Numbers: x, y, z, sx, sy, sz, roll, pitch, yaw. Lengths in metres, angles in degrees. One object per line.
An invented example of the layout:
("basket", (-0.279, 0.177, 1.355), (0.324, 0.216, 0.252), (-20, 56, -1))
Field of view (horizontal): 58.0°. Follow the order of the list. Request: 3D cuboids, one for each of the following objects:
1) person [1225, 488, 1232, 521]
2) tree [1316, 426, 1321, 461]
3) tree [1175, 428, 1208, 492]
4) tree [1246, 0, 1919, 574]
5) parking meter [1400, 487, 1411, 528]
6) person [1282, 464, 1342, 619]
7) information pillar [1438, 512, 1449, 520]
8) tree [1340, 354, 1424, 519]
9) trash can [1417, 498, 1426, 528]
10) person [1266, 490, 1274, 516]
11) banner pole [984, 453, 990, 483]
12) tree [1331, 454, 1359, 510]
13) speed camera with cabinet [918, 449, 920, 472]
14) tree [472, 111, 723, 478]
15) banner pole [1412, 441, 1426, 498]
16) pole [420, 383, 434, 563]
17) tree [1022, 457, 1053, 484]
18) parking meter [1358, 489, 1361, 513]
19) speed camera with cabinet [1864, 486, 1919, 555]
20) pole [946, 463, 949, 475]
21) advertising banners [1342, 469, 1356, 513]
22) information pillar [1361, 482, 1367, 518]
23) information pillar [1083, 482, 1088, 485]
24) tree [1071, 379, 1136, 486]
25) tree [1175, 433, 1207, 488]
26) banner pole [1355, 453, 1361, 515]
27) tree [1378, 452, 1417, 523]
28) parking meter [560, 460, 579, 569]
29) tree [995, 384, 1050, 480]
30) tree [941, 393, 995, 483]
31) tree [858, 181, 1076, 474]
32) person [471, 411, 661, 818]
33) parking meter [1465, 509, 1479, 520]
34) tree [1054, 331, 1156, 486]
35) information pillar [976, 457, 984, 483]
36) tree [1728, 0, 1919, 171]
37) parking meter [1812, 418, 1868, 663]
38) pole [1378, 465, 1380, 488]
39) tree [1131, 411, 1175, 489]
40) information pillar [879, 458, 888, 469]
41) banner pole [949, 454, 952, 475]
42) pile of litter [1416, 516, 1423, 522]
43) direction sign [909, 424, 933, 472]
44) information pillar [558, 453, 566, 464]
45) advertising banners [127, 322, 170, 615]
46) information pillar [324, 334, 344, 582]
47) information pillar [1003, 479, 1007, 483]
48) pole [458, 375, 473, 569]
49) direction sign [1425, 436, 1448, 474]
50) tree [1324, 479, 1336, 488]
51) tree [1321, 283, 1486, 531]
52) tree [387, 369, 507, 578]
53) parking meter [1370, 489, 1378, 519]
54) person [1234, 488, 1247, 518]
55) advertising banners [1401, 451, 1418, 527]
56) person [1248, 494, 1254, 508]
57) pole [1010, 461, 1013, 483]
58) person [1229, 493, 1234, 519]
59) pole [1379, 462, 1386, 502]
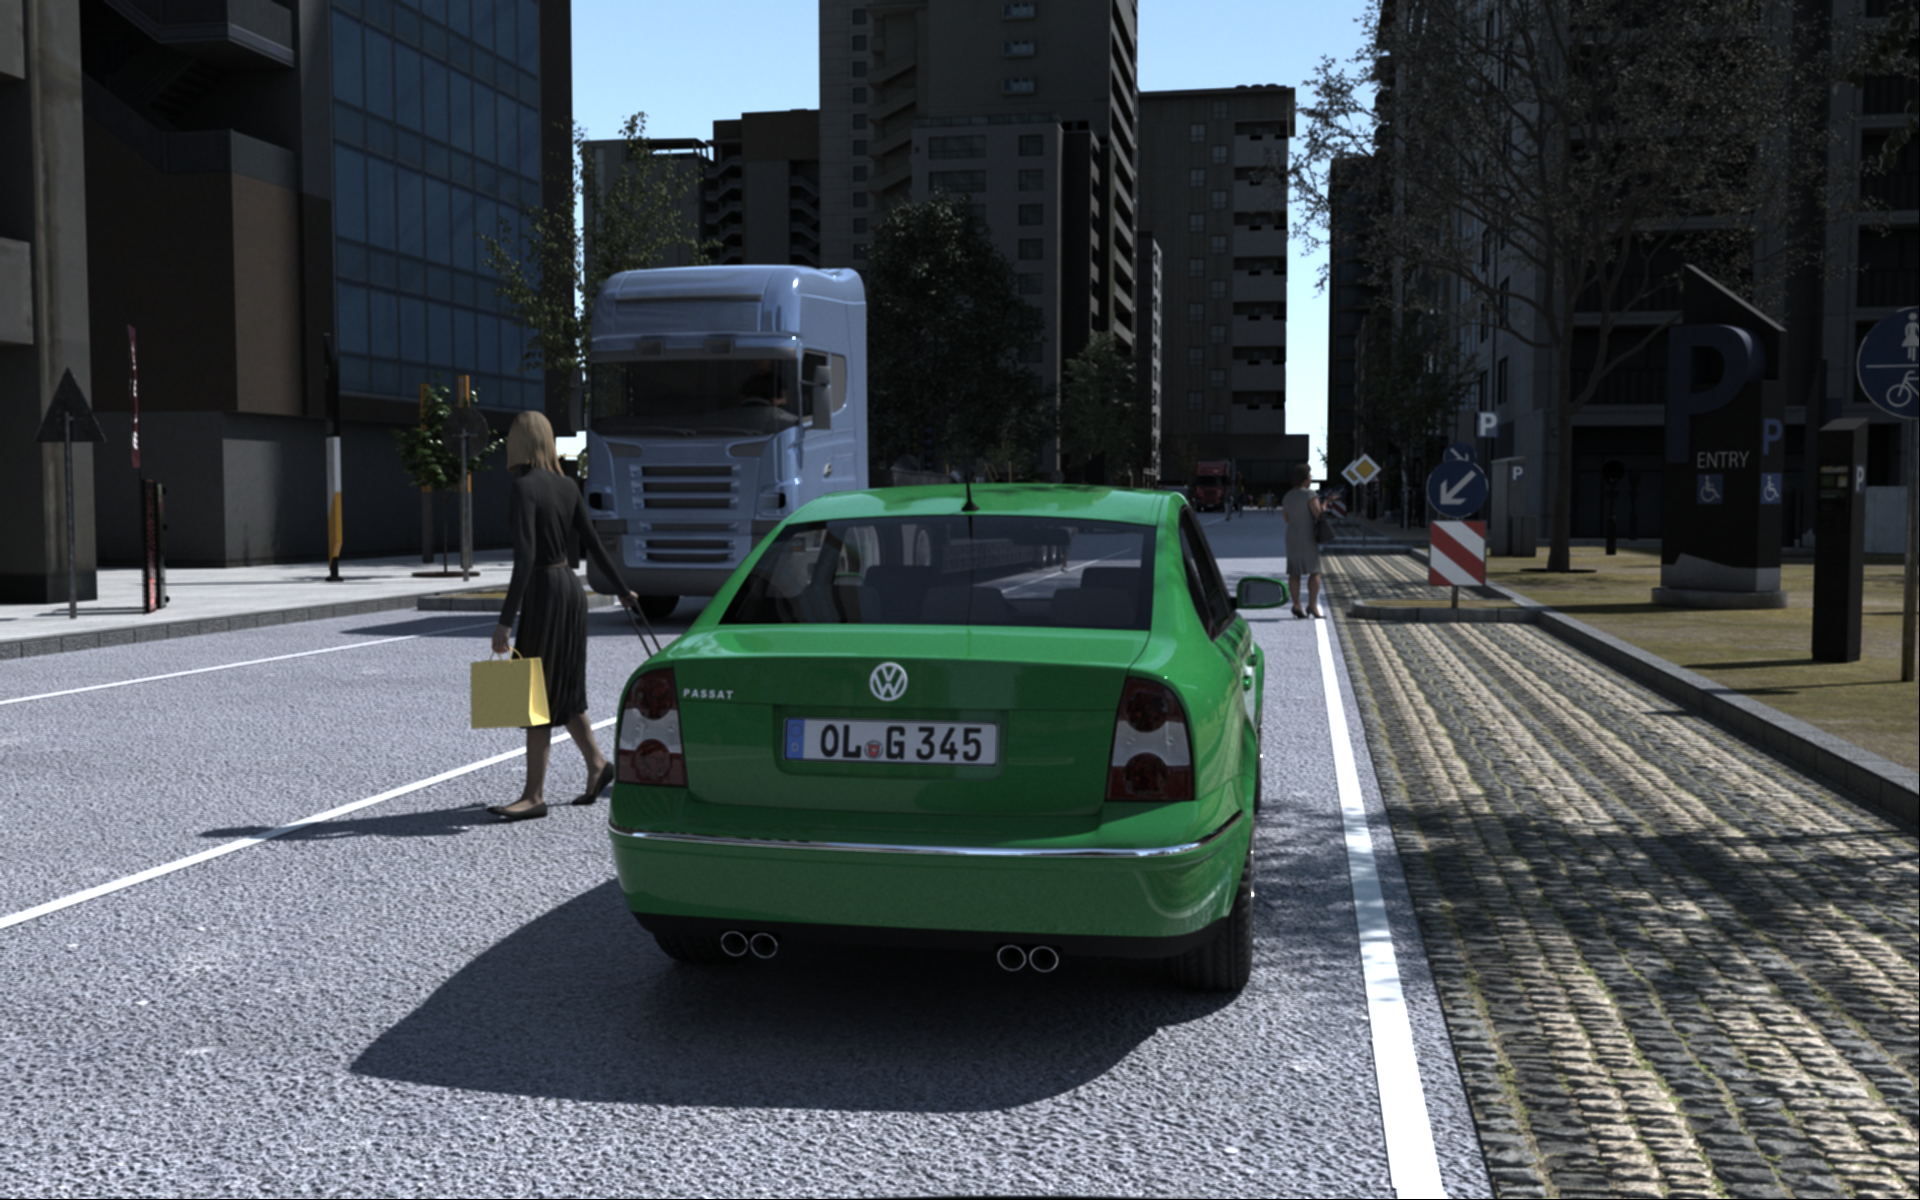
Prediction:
("person", (14.172, -5.045, 91.528), (0.362, 1.759, 0.519), (1, 4, 20))
("tree", (37.612, -13.613, 172.941), (4.737, 8.622, 4.395), (0, 3, 0))
("tree", (25.044, -14.797, 192.297), (4.360, 8.622, 3.978), (0, 3, 0))
("tree", (9.987, -7.198, 28.055), (12.009, 13.543, 11.850), (0, 3, 0))
("parking meter", (16.690, -3.451, 64.841), (0.372, 1.533, 0.369), (0, 3, 0))
("person", (4.061, -0.675, 19.887), (0.532, 1.782, 0.716), (-3, 4, -36))
("information pillar", (14.240, -2.844, 50.990), (0.304, 2.012, 0.304), (1, 4, 20))
("tree", (22.148, -8.581, 90.656), (4.360, 8.622, 3.978), (0, 3, 0))
("trash can", (17.750, -3.320, 65.933), (0.748, 1.137, 0.748), (0, 3, 0))
("person", (19.991, -6.260, 111.858), (0.512, 1.701, 0.522), (-1, 4, -18))
("banner pole", (1.558, -7.092, 105.966), (0.863, 3.779, 0.401), (-2, 4, -30))
("tree", (31.743, -9.572, 140.218), (4.285, 4.588, 4.351), (0, 3, 0))
("speed camera with cabinet", (-1.757, -5.065, 77.152), (0.660, 3.252, 2.038), (1, 4, 18))
("tree", (-6.687, -5.038, 32.742), (4.737, 8.622, 4.395), (0, 3, 0))
("banner pole", (21.711, -5.605, 81.666), (0.863, 3.779, 0.401), (-1, 4, -14))
("pole", (-9.869, -2.336, 32.044), (0.158, 3.312, 0.155), (0, 3, 0))
("tree", (3.386, -5.410, 83.049), (1.663, 3.219, 1.824), (0, 3, 0))
("parking meter", (27.214, -6.850, 117.713), (0.255, 1.863, 0.399), (1, 4, 15))
("speed camera with cabinet", (19.427, -2.612, 37.038), (0.660, 3.252, 2.038), (-3, 4, -38))
("pole", (-0.807, -7.413, 115.044), (0.158, 3.312, 0.155), (0, 3, 0))
("advertising banners", (26.897, -7.563, 119.849), (0.090, 3.025, 2.074), (3, 4, 38))
("information pillar", (21.832, -5.448, 93.574), (0.304, 2.012, 0.304), (1, 4, 9))
("information pillar", (7.497, -6.075, 103.825), (0.304, 2.012, 0.304), (0, 4, 5))
("tree", (9.221, -9.852, 111.435), (4.737, 8.622, 4.395), (0, 3, 0))
("tree", (27.004, -15.444, 202.870), (4.737, 8.622, 4.395), (0, 3, 0))
("banner pole", (24.532, -7.117, 106.383), (0.401, 3.779, 0.863), (-1, 4, -16))
("tree", (19.155, -5.012, 76.543), (1.663, 3.219, 1.824), (0, 3, 0))
("parking meter", (-6.717, -1.470, 29.739), (0.255, 1.863, 0.399), (-2, 4, -29))
("tree", (4.047, -10.000, 113.864), (4.737, 8.622, 4.395), (0, 3, 0))
("tree", (-0.702, -9.140, 99.808), (4.737, 8.622, 4.395), (0, 3, 0))
("tree", (-0.816, -8.994, 64.053), (9.611, 12.733, 9.660), (0, 3, 0))
("person", (-1.567, 0.045, 7.986), (1.509, 1.804, 0.699), (-3, 4, -38))
("parking meter", (15.976, -2.960, 54.101), (0.399, 1.863, 0.255), (3, 4, 37))
("tree", (10.038, -12.425, 121.278), (7.486, 12.596, 7.792), (0, 3, 0))
("information pillar", (0.972, -5.744, 85.268), (0.183, 3.616, 0.504), (3, 5, 43))
("tree", (5.391, -3.499, 7.574), (4.360, 8.622, 3.978), (0, 3, 0))
("parking meter", (6.738, -0.462, 13.266), (0.255, 1.863, 0.399), (3, 5, 45))
("pole", (29.122, -7.735, 120.312), (0.158, 3.312, 0.155), (0, 3, 0))
("tree", (15.614, -12.060, 147.537), (4.360, 8.622, 3.978), (0, 3, 0))
("information pillar", (-3.230, -4.986, 72.874), (0.183, 3.616, 0.504), (-3, 5, -44))
("banner pole", (-0.517, -6.429, 95.123), (0.401, 3.779, 0.863), (1, 4, 11))
("pile of litter", (21.430, -4.005, 79.452), (1.176, 0.858, 1.719), (3, 5, 40))
("direction sign", (-1.253, -3.920, 56.086), (0.876, 3.537, 0.379), (2, 4, 30))
("information pillar", (-22.512, -6.520, 97.963), (0.504, 3.616, 0.183), (1, 4, 8))
("advertising banners", (-8.785, -1.378, 18.724), (0.090, 3.025, 2.074), (-1, 4, -17))
("information pillar", (-9.155, -2.076, 25.297), (0.183, 3.616, 0.504), (-2, 4, -33))
("information pillar", (2.115, -4.952, 85.458), (0.304, 2.012, 0.304), (2, 4, 31))
("pole", (-8.505, -2.197, 29.760), (0.158, 3.312, 0.155), (0, 3, 0))
("direction sign", (18.717, -4.652, 68.054), (0.876, 3.537, 0.379), (0, 4, 1))
("tree", (39.168, -11.402, 181.016), (1.663, 3.219, 1.824), (0, 3, 0))
("tree", (15.717, -6.717, 60.185), (4.737, 8.622, 4.395), (0, 3, 0))
("tree", (-8.169, -1.984, 27.044), (1.663, 3.219, 1.824), (0, 3, 0))
("parking meter", (21.164, -4.905, 88.604), (0.372, 1.533, 0.369), (0, 3, 0))
("person", (17.102, -5.913, 105.533), (0.721, 1.781, 0.623), (3, 5, 45))
("advertising banners", (17.913, -4.458, 69.081), (0.090, 3.025, 2.074), (0, 4, -2))
("person", (29.955, -10.204, 178.564), (0.697, 1.427, 0.421), (-2, 4, -31))
("pole", (3.173, -6.950, 107.471), (0.158, 3.312, 0.155), (0, 3, 0))
("person", (15.549, -5.436, 99.969), (0.503, 1.515, 0.523), (0, 4, 2))
("pole", (24.140, -6.403, 98.539), (0.158, 3.312, 0.155), (0, 3, 0))
